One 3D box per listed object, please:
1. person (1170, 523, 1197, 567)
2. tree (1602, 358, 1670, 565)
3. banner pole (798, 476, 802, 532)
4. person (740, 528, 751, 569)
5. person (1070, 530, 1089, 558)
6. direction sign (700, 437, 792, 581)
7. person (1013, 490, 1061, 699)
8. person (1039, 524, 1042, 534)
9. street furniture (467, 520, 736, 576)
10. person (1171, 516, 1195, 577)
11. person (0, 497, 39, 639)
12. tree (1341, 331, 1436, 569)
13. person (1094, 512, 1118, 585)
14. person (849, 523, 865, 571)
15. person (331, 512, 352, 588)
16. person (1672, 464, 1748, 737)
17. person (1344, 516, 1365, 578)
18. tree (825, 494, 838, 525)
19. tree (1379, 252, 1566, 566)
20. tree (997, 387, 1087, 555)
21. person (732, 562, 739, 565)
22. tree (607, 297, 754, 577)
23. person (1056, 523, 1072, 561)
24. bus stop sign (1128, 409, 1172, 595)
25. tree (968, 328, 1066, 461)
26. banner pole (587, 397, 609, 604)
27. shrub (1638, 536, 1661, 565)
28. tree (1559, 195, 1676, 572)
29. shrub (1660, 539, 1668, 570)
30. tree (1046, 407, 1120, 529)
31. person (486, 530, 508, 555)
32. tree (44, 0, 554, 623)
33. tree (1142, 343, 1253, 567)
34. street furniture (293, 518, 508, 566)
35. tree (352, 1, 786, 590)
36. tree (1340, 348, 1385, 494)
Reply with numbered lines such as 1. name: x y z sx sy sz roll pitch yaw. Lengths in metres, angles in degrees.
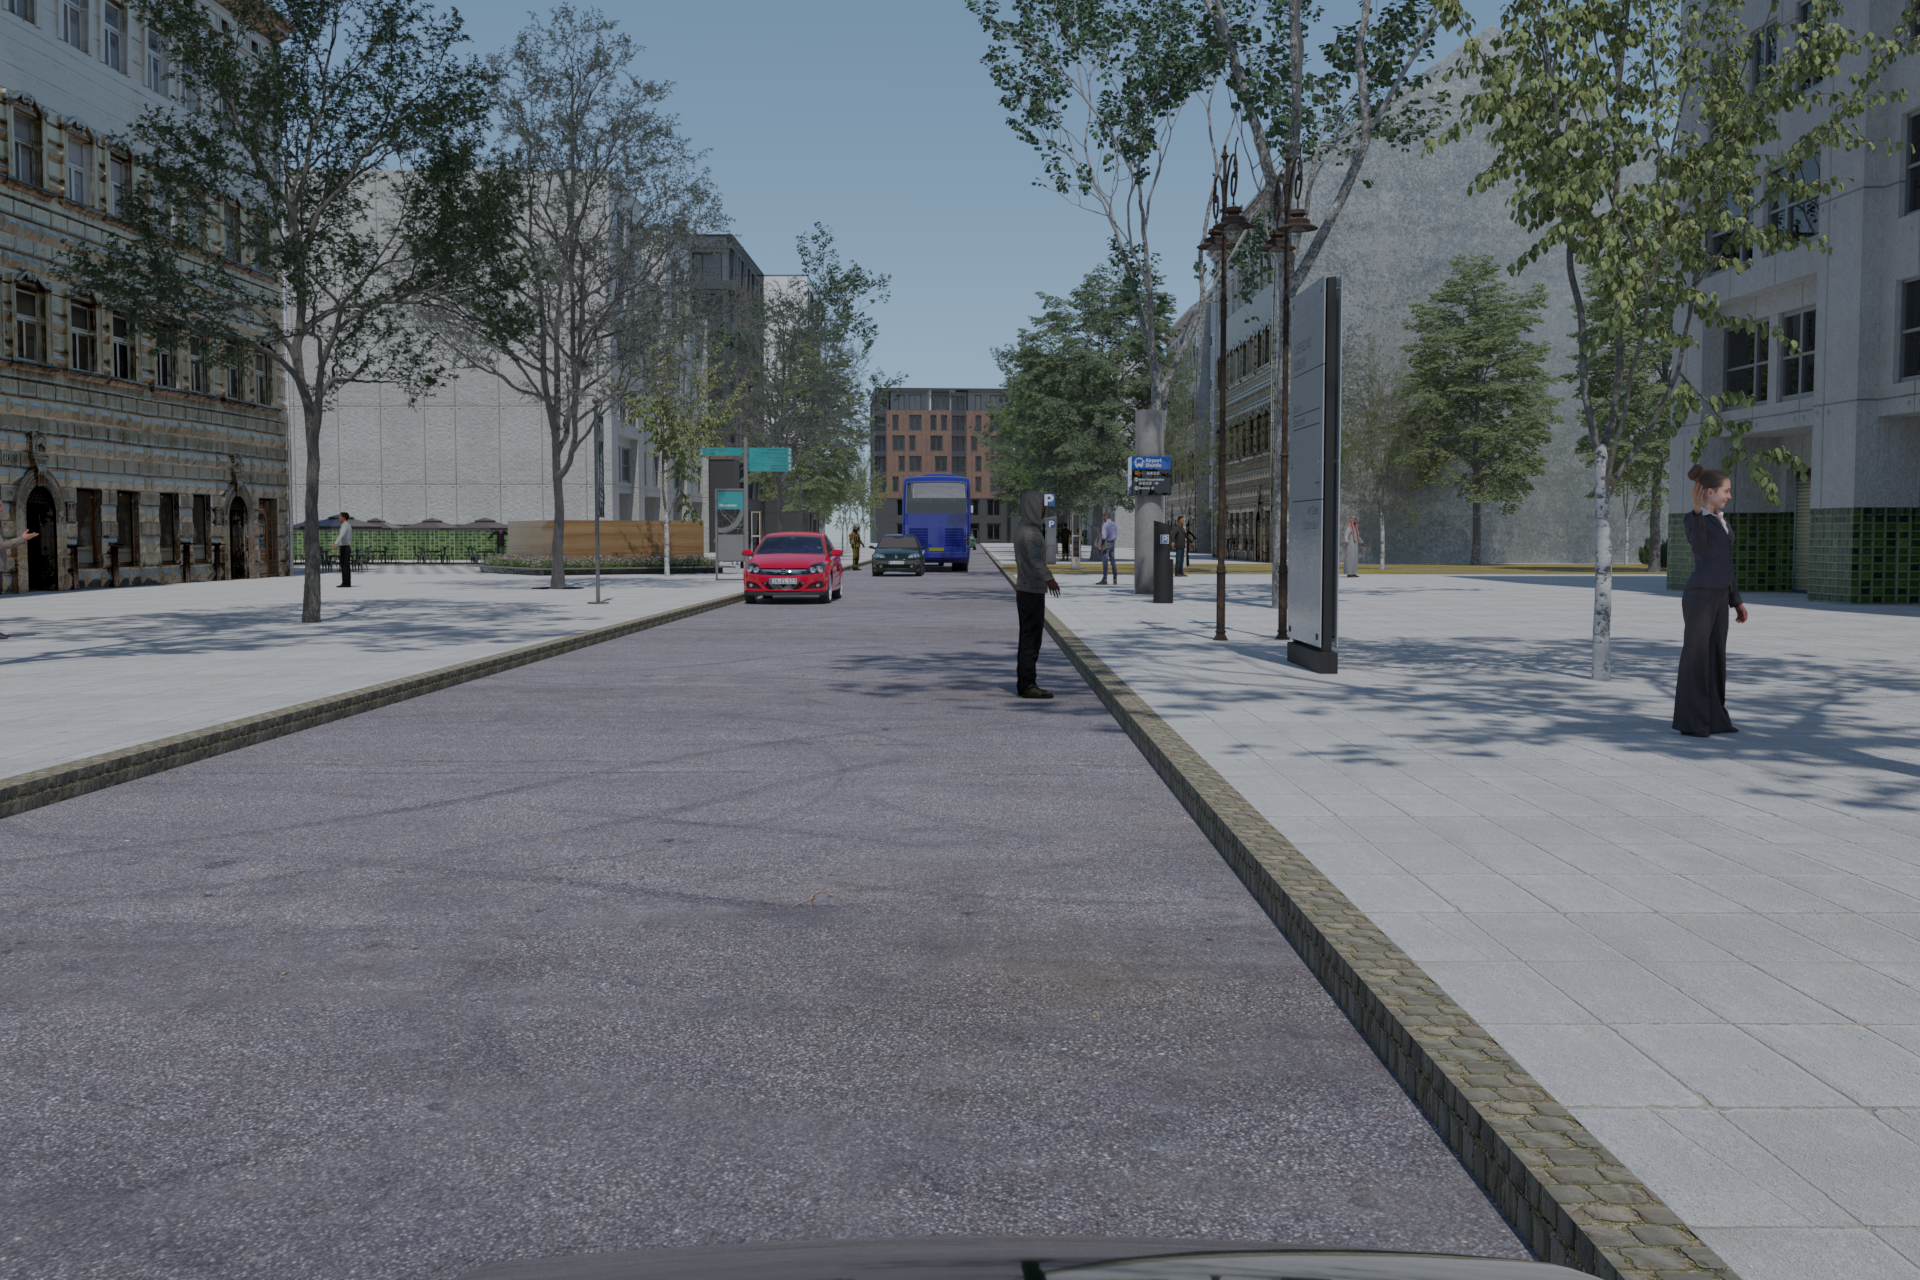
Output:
1. person: 8.754 -3.734 67.766 1.216 1.740 0.721 -1 4 -20
2. tree: 27.859 -7.479 72.637 4.360 8.622 3.978 0 3 0
3. banner pole: -6.878 -5.183 74.752 0.401 3.779 0.863 0 3 0
4. person: -7.982 -3.575 64.387 1.347 1.837 0.705 -3 4 -39
5. person: 6.296 -5.258 91.940 1.349 1.833 0.705 -3 5 -40
6. direction sign: -5.887 -3.640 48.273 2.525 3.948 1.411 0 4 0
7. person: 0.653 -0.404 15.196 0.705 1.813 1.348 0 4 -7
8. person: 3.794 -4.771 84.131 0.704 1.817 1.347 -1 4 -9
9. street furniture: -12.619 -3.049 56.713 9.812 1.723 11.010 -2 4 -34
10. person: 6.644 -2.813 52.058 0.705 1.821 1.348 2 4 35
11. person: -11.691 -0.899 21.268 0.750 1.759 0.617 -1 4 -21
12. tree: 15.399 -6.871 62.710 4.360 8.622 3.978 0 3 0
13. person: 3.649 -2.310 43.681 0.709 1.838 0.599 -3 5 -44
14. person: -4.051 -3.649 67.887 0.705 1.858 1.354 1 4 15
15. person: -14.797 -2.167 41.586 0.704 1.810 1.344 0 4 -5
16. person: 4.743 -0.247 10.885 0.445 1.727 0.742 1 4 18
17. person: 11.612 -2.754 51.173 0.704 1.811 1.347 2 4 35
18. tree: -20.105 -20.061 246.118 7.486 12.596 7.792 0 3 0
19. tree: 20.962 -9.335 70.751 7.486 12.596 7.792 0 3 0
20. tree: 5.904 -11.211 109.062 9.928 11.665 9.643 0 3 0
21. person: -9.319 -3.824 71.797 0.991 1.433 0.599 -1 4 -20
22. tree: -8.612 -6.219 52.039 4.737 8.622 4.395 0 3 0
23. person: 5.017 -4.695 82.898 1.346 1.812 0.704 -2 4 -35
24. bus stop sign: 4.034 -2.929 36.907 0.837 3.901 0.837 0 3 0
25. tree: 7.205 -18.441 157.402 12.611 20.169 13.585 0 3 0
26. banner pole: -6.665 -2.570 32.040 0.401 3.779 0.863 0 4 1
27. shrub: 28.211 -3.655 70.868 1.383 1.207 1.383 0 3 0
28. tree: 23.788 -8.572 58.279 7.486 12.596 7.792 0 3 0
29. shrub: 25.424 -3.112 61.999 1.383 1.207 1.383 0 3 0
30. tree: 5.870 -8.468 88.818 4.360 8.622 3.978 0 3 0
31. person: -21.722 -4.629 81.911 1.346 1.802 0.704 -2 4 -24
32. tree: -9.191 -5.546 25.095 8.767 10.594 7.601 3 4 38
33. tree: 8.611 -7.134 66.997 4.360 8.622 3.978 0 3 0
34. street furniture: -32.991 -4.003 70.475 27.439 1.986 14.083 1 4 14
35. tree: -9.225 -7.923 39.917 12.009 13.543 11.850 0 3 0
36. tree: 14.020 -7.175 67.673 4.360 8.622 3.978 0 3 0
